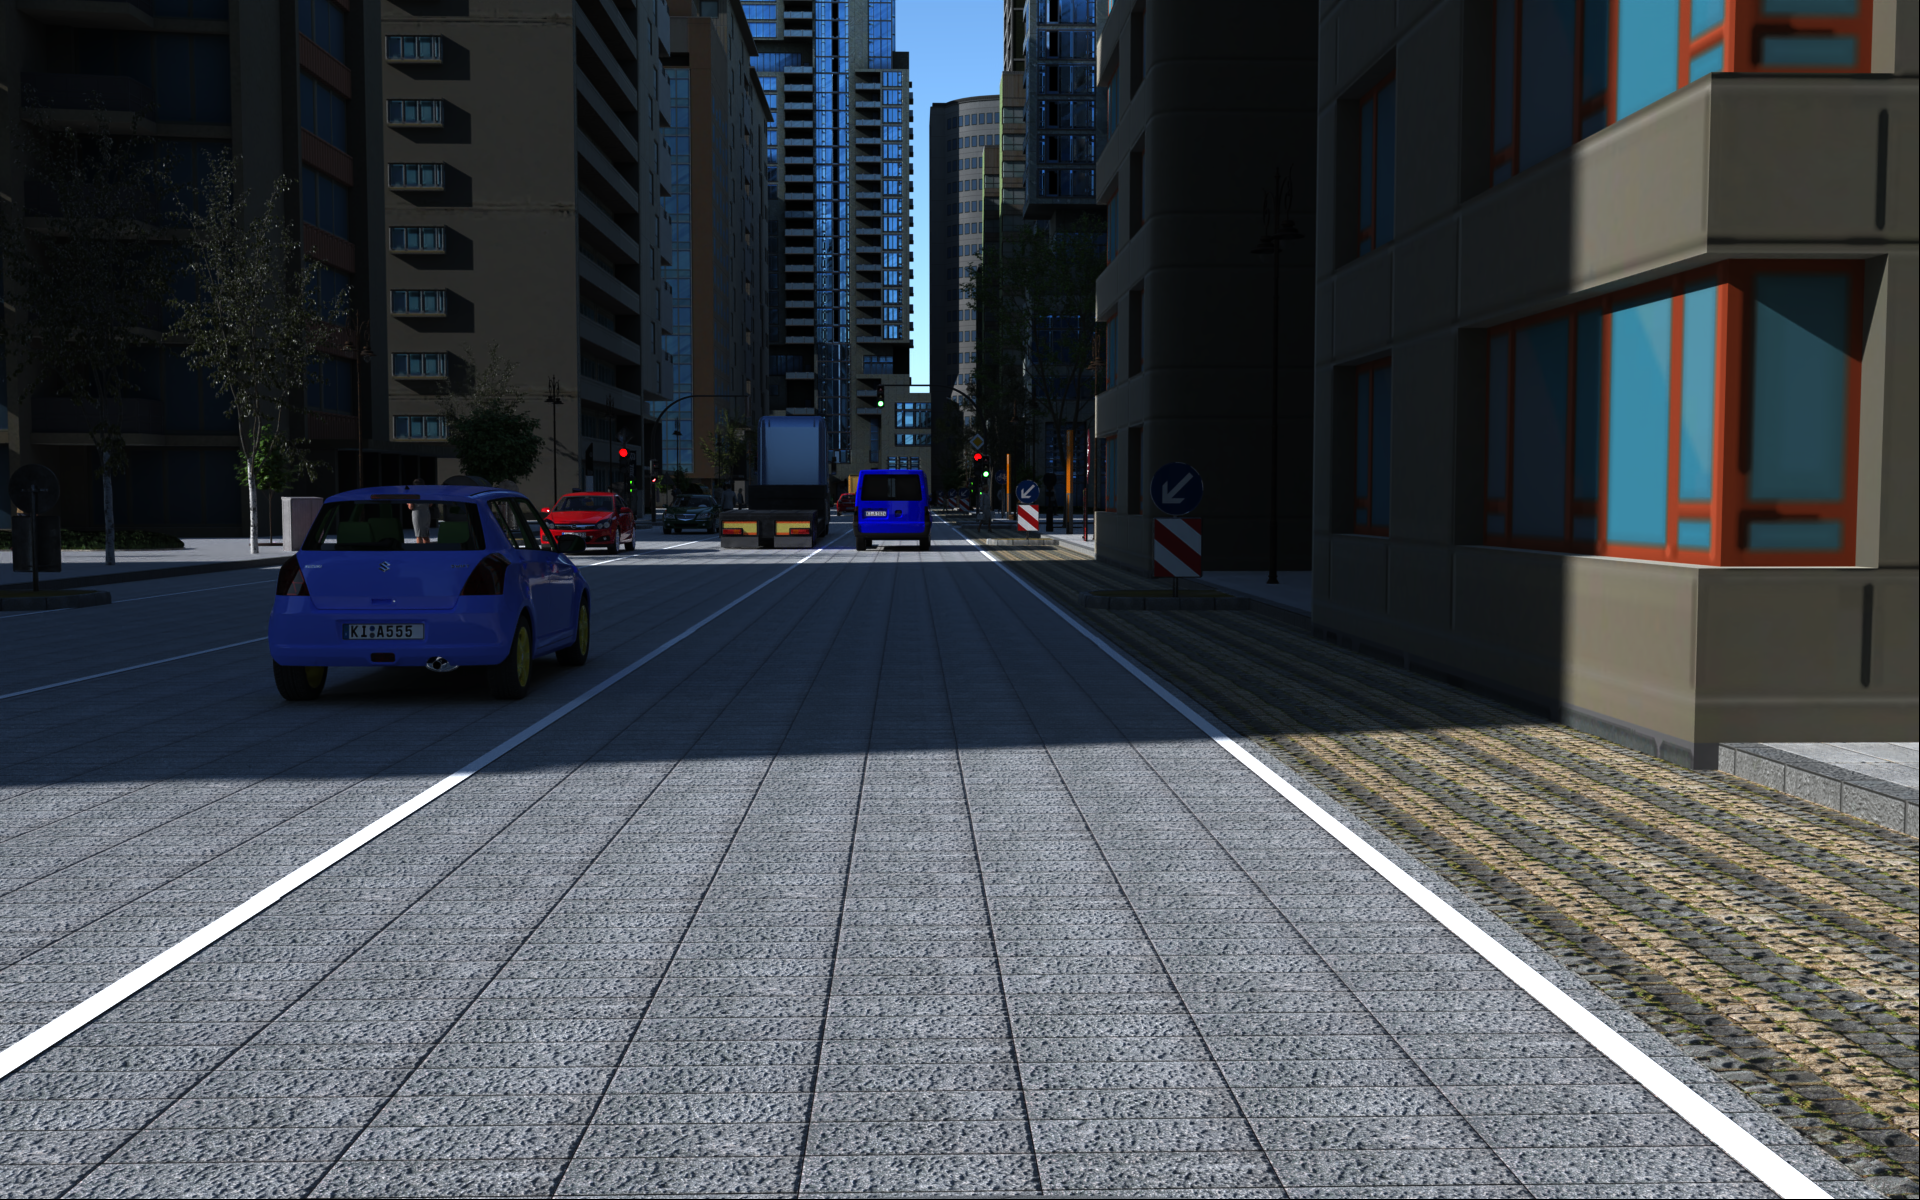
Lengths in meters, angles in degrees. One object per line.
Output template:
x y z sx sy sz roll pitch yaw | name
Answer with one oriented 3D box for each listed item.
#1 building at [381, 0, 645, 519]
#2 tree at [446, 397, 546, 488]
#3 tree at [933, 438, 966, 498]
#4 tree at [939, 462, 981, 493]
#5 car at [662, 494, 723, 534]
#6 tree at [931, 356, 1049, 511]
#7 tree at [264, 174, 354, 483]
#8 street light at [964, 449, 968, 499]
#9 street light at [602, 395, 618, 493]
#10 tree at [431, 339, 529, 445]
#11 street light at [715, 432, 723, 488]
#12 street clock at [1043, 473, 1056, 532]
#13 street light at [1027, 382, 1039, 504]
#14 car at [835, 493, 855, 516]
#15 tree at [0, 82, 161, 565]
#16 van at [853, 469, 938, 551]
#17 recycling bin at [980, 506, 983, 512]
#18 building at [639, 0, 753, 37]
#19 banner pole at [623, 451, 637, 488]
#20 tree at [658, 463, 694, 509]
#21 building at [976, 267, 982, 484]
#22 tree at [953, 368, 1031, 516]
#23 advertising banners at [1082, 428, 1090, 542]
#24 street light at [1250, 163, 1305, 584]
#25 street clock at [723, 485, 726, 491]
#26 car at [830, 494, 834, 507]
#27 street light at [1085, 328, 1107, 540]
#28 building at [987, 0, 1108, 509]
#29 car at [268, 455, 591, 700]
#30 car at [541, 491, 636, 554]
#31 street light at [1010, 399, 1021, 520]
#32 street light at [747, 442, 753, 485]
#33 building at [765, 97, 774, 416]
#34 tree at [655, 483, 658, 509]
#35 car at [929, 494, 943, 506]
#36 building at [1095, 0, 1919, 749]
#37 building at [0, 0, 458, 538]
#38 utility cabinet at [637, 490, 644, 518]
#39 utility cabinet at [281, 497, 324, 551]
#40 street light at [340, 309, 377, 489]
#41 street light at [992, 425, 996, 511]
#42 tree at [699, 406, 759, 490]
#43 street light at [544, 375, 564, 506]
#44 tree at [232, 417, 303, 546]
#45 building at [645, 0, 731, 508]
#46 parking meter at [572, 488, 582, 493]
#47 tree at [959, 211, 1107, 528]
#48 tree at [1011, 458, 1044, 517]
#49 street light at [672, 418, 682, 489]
-29.507 -28.707 93.057 21.300 48.544 21.600 0 4 -2 | building
-15.702 -4.581 58.615 4.285 4.588 4.351 0 3 0 | tree
-1.037 -16.648 222.556 4.737 8.622 4.395 0 3 0 | tree
0.668 -11.568 172.850 4.285 4.588 4.351 0 3 0 | tree
-9.724 -3.152 63.340 2.131 1.459 4.920 0 4 -2 | car
1.987 -11.098 115.858 8.767 10.594 7.601 1 4 11 | tree
-15.129 -5.296 36.951 4.360 8.622 3.978 0 3 0 | tree
0.588 -11.131 154.775 0.468 5.910 1.993 0 4 -2 | street light
-16.068 -6.538 79.686 0.468 5.910 1.993 0 4 -2 | street light
-22.474 -8.011 81.344 4.360 8.622 3.978 0 3 0 | tree
-17.578 -9.410 126.636 0.468 5.910 1.993 0 4 -2 | street light
3.058 -3.330 59.019 0.358 2.002 0.471 -2 4 -33 | street clock
3.060 -6.048 71.667 0.468 5.910 1.993 0 4 -2 | street light
-7.244 -6.480 114.990 2.155 1.783 4.494 0 4 -2 | car
-15.491 -4.922 30.835 4.360 8.622 3.978 0 3 0 | tree
-1.713 -2.511 45.444 2.240 2.365 5.245 0 4 0 | van
1.799 -6.945 126.101 0.722 1.027 0.722 0 4 0 | recycling bin
-36.292 -36.208 181.238 28.713 52.752 27.495 0 4 -2 | building
-16.733 -5.962 87.498 0.863 3.779 0.401 0 4 2 | banner pole
-17.345 -6.853 106.654 1.663 3.219 1.824 0 3 0 | tree
8.974 -27.474 220.895 14.160 30.474 14.107 0 4 -2 | building
2.341 -9.184 100.525 4.360 8.622 3.978 0 3 0 | tree
3.426 -3.109 47.023 0.090 3.025 2.074 0 4 1 | advertising banners
4.481 -3.171 24.630 0.468 5.910 1.993 0 4 -2 | street light
-17.988 -7.870 133.248 0.471 2.002 0.358 0 4 7 | street clock
-14.792 -11.050 189.469 1.959 1.807 4.718 0 4 -1 | car
3.799 -4.625 48.410 0.468 5.910 1.993 0 4 -2 | street light
13.856 -50.492 138.221 22.319 86.520 31.000 0 4 -2 | building
-3.928 -0.230 13.347 1.945 1.707 3.694 0 4 -3 | car
-9.071 -2.040 42.397 2.155 1.783 4.494 0 4 -3 | car
2.678 -6.810 84.127 0.468 5.910 1.993 0 4 -2 | street light
-18.169 -10.832 149.896 0.468 5.910 1.993 0 4 -2 | street light
-37.536 -38.109 212.315 27.495 52.752 28.713 0 4 -2 | building
-26.406 -9.731 153.704 1.663 3.219 1.824 0 3 0 | tree
-2.779 -11.311 194.524 1.945 1.707 3.694 0 4 0 | car
17.177 -10.890 23.089 27.650 21.520 28.899 0 4 -2 | building
-33.072 -24.565 56.268 28.867 44.769 22.147 0 4 -2 | building
-17.017 -5.104 92.135 0.318 1.500 1.173 0 4 -6 | utility cabinet
-14.949 -1.729 39.434 0.306 1.237 1.020 1 4 22 | utility cabinet
-15.062 -4.325 43.499 0.468 5.910 1.993 0 4 -2 | street light
2.069 -8.240 107.508 0.468 5.910 1.993 0 4 -2 | street light
-19.407 -11.892 144.797 4.737 8.622 4.395 0 3 0 | tree
-15.709 -5.772 67.165 0.468 5.910 1.993 0 4 -2 | street light
-17.100 -2.972 43.197 1.663 3.219 1.824 0 3 0 | tree
-29.097 -31.238 160.858 14.600 45.320 14.200 0 4 -2 | building
-15.811 -3.860 71.521 0.372 1.533 0.369 0 3 0 | parking meter
3.969 -8.518 65.027 9.928 11.665 9.643 0 3 0 | tree
3.751 -5.945 91.794 1.663 3.219 1.824 0 3 0 | tree
-16.850 -7.987 103.379 0.468 5.910 1.993 0 4 -2 | street light
